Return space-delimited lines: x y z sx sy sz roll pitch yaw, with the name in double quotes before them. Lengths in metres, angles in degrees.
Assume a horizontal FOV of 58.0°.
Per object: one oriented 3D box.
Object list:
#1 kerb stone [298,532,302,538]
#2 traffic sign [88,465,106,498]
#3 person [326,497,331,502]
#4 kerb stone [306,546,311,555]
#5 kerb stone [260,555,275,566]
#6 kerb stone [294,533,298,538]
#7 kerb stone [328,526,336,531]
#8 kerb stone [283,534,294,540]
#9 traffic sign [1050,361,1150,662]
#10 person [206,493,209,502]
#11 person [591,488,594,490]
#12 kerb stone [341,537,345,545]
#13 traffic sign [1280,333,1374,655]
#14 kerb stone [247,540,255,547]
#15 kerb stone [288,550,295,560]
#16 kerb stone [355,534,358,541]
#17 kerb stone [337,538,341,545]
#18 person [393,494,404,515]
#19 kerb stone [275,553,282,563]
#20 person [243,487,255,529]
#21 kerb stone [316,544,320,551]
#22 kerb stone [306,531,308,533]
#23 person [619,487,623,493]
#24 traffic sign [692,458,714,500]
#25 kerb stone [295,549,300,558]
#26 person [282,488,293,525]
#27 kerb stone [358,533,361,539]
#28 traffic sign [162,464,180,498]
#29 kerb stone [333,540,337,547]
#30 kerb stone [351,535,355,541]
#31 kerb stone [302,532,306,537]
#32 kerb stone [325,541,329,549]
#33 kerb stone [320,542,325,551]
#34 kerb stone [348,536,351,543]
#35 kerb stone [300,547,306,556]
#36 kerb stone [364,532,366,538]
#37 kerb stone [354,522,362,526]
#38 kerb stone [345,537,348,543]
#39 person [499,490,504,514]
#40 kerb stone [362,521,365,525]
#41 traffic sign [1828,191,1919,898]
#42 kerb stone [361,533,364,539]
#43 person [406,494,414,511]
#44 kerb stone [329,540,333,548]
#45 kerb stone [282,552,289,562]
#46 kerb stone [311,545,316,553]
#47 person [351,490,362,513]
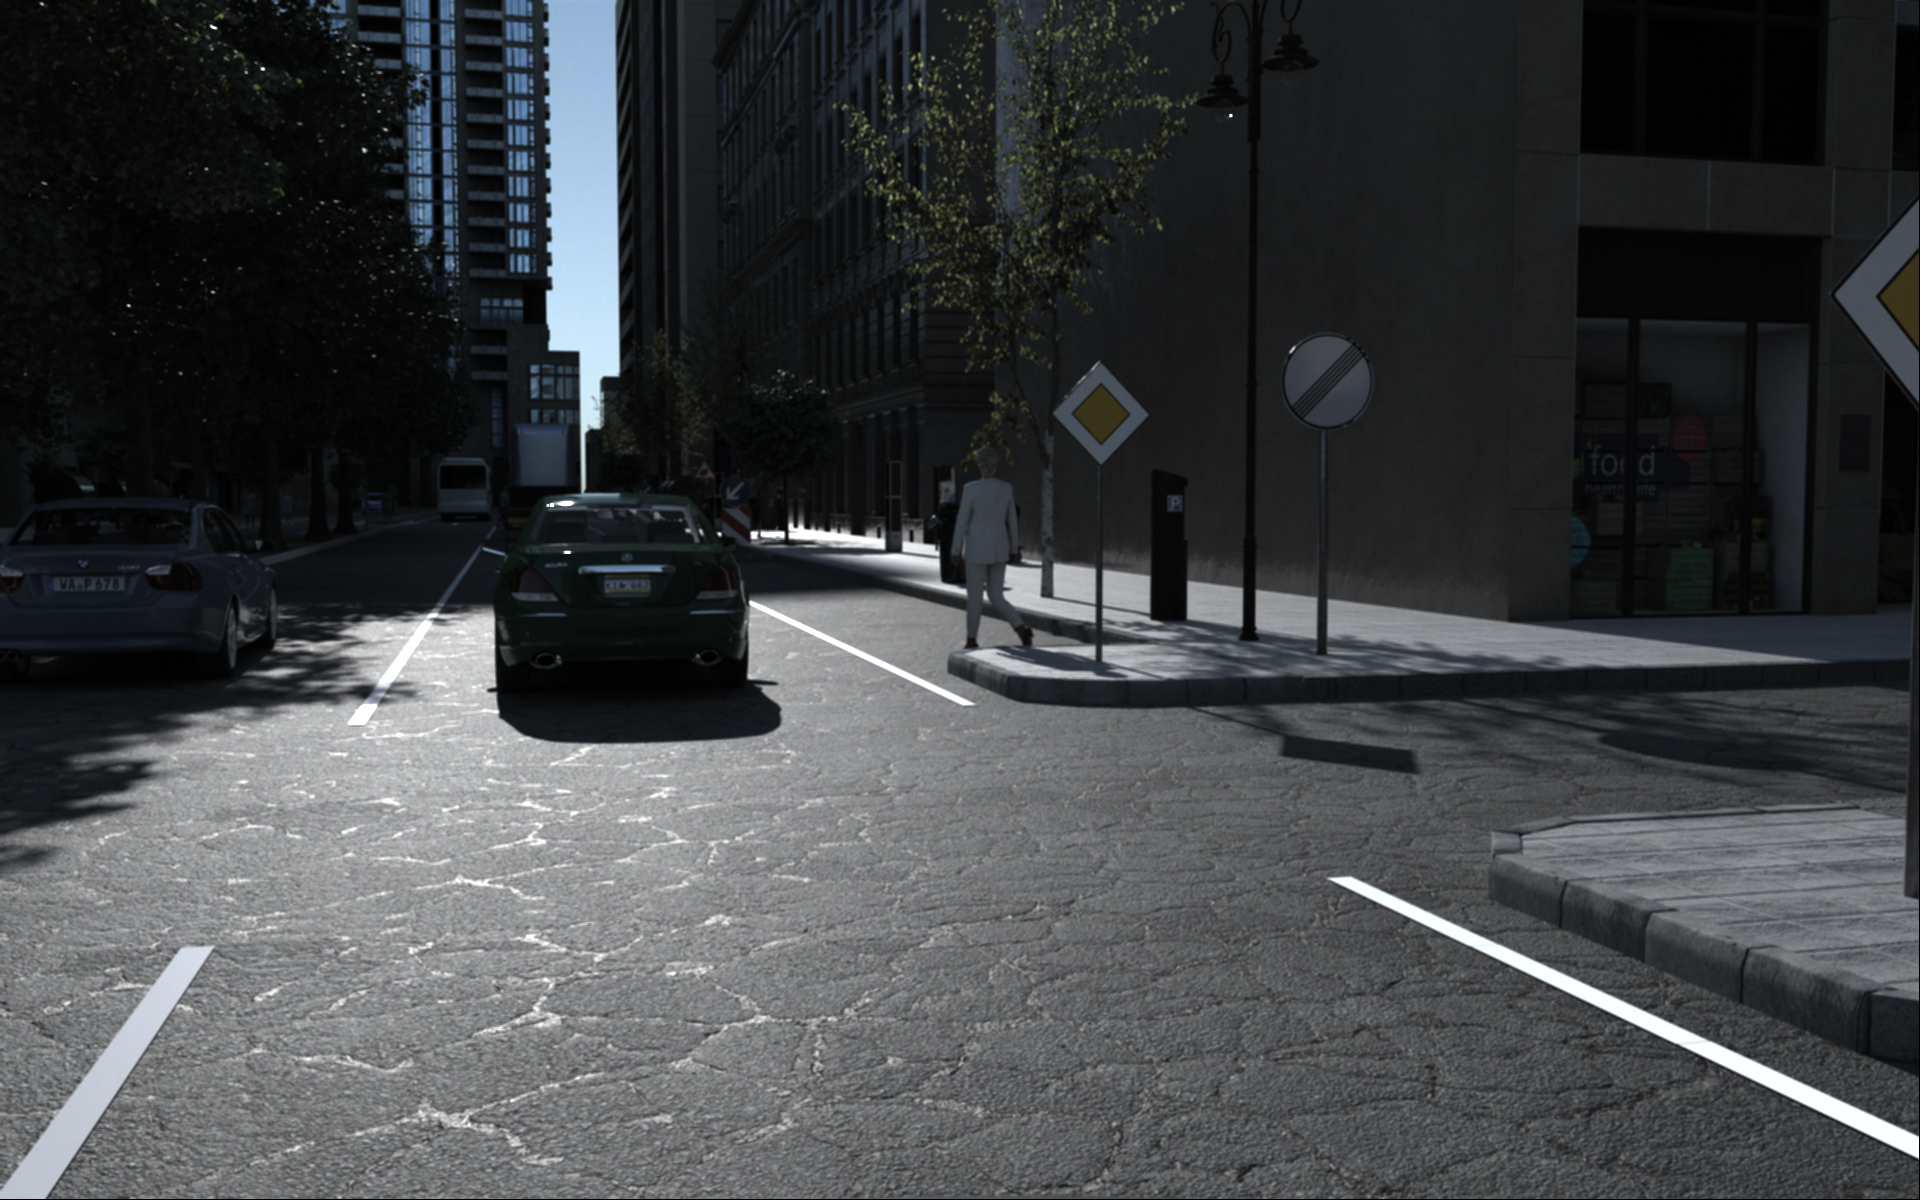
"kerb stone" -21.595 -2.078 56.277 0.120 0.150 1.000 -1 4 -14
"traffic sign" -30.219 -3.581 60.673 0.606 2.300 0.079 0 4 -7
"person" -40.618 -6.209 110.022 1.348 1.824 0.705 -3 5 -42
"kerb stone" -15.500 -1.141 40.845 0.120 0.150 1.000 -1 4 -14
"kerb stone" -13.975 -0.772 34.882 0.120 0.150 1.000 -1 4 -14
"kerb stone" -21.347 -2.020 55.285 0.120 0.150 1.000 -1 4 -14
"kerb stone" -24.383 -2.753 67.199 0.120 0.150 1.000 -1 4 -14
"kerb stone" -21.086 -1.963 54.290 0.120 0.150 1.000 -1 4 -14
"traffic sign" 1.061 -0.585 13.202 0.795 2.450 0.064 -1 4 -14
"person" -30.888 -3.792 70.594 0.850 1.850 0.679 -1 4 -20
"person" -24.775 -6.606 116.516 0.705 1.824 1.348 0 4 -8
"kerb stone" -17.513 -1.625 48.802 0.120 0.150 1.000 -1 4 -14
"traffic sign" 2.895 -0.836 13.777 0.768 2.556 0.104 -1 4 -9
"kerb stone" -19.318 -1.532 47.312 0.120 0.150 1.000 -1 4 -14
"kerb stone" -14.727 -0.958 37.866 0.120 0.150 1.000 -1 4 -14
"kerb stone" -18.532 -1.870 52.764 0.120 0.150 1.000 -1 4 -14
"kerb stone" -17.273 -1.567 47.808 0.120 0.150 1.000 -1 4 -14
"person" -39.200 -6.789 120.223 1.217 1.743 0.721 -1 4 -13
"kerb stone" -14.227 -0.830 35.879 0.120 0.150 1.000 -1 4 -14
"person" -29.405 -3.819 71.699 0.466 1.731 0.760 -1 4 -17
"kerb stone" -16.002 -1.261 42.835 0.120 0.150 1.000 -1 4 -14
"kerb stone" -22.104 -2.206 58.265 0.120 0.150 1.000 -1 4 -14
"person" -15.849 -4.413 81.130 0.782 1.767 0.515 2 4 30
"traffic sign" -9.117 -3.780 61.811 0.884 2.594 0.081 -1 4 -12
"kerb stone" -14.987 -1.019 38.861 0.120 0.150 1.000 -1 4 -14
"person" -30.929 -4.291 79.663 0.512 1.701 0.522 -1 4 -9
"kerb stone" -18.787 -1.930 53.758 0.120 0.150 1.000 -1 4 -14
"traffic sign" -33.232 -4.455 72.951 0.768 2.556 0.104 -1 4 -8
"kerb stone" -17.018 -1.505 46.807 0.120 0.150 1.000 -1 4 -14
"kerb stone" -18.277 -1.809 51.773 0.120 0.150 1.000 -1 4 -14
"kerb stone" -21.852 -2.145 57.274 0.120 0.150 1.000 -1 4 -14
"kerb stone" -16.512 -1.381 44.824 0.120 0.150 1.000 -1 4 -14
"kerb stone" -16.248 -1.322 43.836 0.120 0.150 1.000 -1 4 -14
"kerb stone" -18.031 -1.748 50.781 0.120 0.150 1.000 -1 4 -14
"kerb stone" -15.238 -1.080 39.857 0.120 0.150 1.000 -1 4 -14
"kerb stone" -19.294 -2.052 55.739 0.120 0.150 1.000 -1 4 -14
"kerb stone" -27.179 -3.420 78.126 0.120 0.150 1.000 -1 4 -14
"kerb stone" -17.773 -1.688 49.791 0.120 0.150 1.000 -1 4 -14
"person" -32.525 -6.950 123.048 0.530 1.710 0.541 -1 4 -12
"kerb stone" -27.425 -3.482 79.122 0.120 0.150 1.000 -1 4 -14
"traffic sign" 3.035 -0.111 5.464 0.795 2.450 0.064 -1 4 -14
"kerb stone" -19.036 -1.991 54.750 0.120 0.150 1.000 -1 4 -14
"person" -47.729 -8.476 150.308 0.697 1.427 0.421 -2 4 -33
"kerb stone" -16.767 -1.444 45.814 0.120 0.150 1.000 -1 4 -14
"kerb stone" -14.474 -0.898 36.872 0.120 0.150 1.000 -1 4 -14
"kerb stone" -15.744 -1.202 41.845 0.120 0.150 1.000 -1 4 -14
"person" -45.368 -7.377 129.896 1.217 1.735 0.721 1 4 9
